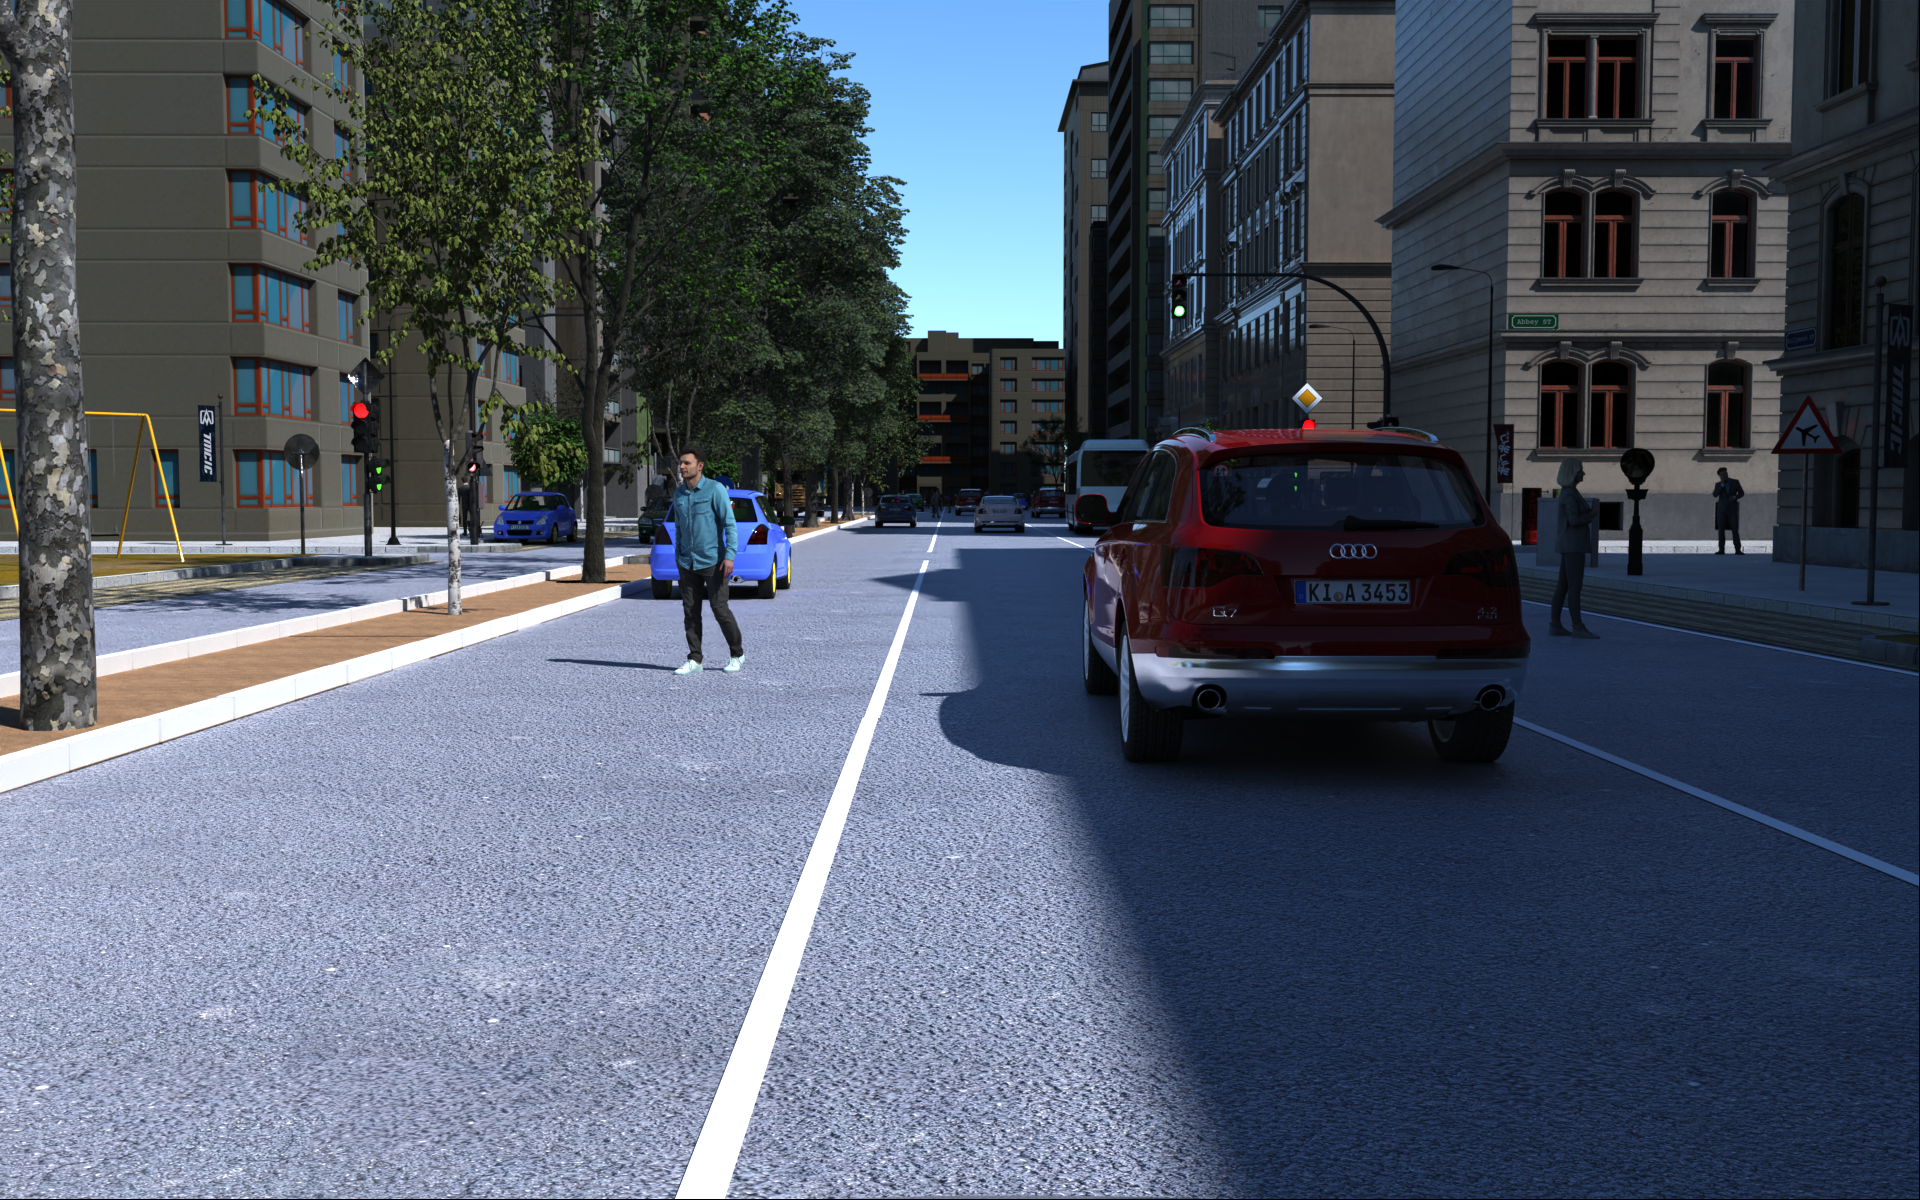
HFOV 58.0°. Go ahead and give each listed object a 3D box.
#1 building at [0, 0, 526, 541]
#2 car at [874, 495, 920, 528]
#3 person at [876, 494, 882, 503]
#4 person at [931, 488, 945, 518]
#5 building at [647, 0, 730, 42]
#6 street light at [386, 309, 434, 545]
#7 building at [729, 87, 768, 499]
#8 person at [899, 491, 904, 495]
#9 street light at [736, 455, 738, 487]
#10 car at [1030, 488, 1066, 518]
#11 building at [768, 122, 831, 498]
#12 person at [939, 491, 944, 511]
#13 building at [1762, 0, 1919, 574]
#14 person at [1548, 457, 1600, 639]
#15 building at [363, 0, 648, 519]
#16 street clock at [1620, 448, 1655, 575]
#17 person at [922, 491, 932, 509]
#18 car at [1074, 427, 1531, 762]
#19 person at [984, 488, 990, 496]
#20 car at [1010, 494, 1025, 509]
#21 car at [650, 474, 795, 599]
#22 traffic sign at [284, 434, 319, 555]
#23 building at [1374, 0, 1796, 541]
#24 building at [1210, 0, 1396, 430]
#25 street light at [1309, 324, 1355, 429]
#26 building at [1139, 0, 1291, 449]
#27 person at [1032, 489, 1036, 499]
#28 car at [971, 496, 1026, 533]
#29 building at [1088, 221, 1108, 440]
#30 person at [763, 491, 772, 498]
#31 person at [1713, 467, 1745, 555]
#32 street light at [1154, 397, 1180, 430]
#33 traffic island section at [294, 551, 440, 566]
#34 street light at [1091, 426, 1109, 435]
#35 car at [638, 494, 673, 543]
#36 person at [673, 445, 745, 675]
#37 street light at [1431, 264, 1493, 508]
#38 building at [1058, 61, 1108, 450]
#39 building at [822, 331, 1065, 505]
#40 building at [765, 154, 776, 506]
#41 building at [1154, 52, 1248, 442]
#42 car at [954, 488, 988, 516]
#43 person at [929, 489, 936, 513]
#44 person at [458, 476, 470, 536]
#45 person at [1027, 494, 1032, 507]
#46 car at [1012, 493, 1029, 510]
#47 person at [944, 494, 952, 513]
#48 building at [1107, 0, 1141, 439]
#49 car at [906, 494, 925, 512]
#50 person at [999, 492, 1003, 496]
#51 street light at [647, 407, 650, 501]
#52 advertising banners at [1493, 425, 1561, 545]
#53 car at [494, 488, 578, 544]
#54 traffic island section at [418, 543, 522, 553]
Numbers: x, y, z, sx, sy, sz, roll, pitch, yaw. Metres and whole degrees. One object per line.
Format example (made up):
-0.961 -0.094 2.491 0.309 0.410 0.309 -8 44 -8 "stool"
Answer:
-32.662 -13.189 60.681 27.650 21.520 28.899 0 4 0 "building"
-2.777 -3.877 75.388 2.014 1.417 4.499 0 4 0 "car"
-9.057 -11.199 194.795 0.628 1.438 0.799 1 4 10 "person"
-1.388 -5.793 103.483 0.850 1.792 0.678 3 5 40 "person"
-29.257 -29.231 132.546 22.147 44.769 28.867 0 4 0 "building"
-13.746 -4.340 43.500 1.470 5.913 1.316 0 4 0 "street light"
-24.962 -28.800 154.474 14.154 41.232 14.086 0 4 0 "building"
-5.561 -9.458 163.672 0.617 1.759 0.750 -1 4 -11 "person"
-14.206 -8.682 114.487 1.470 5.913 1.316 0 4 0 "street light"
5.411 -5.855 104.401 2.281 1.827 5.304 0 4 -2 "car"
-27.257 -36.178 215.212 21.600 48.544 21.300 0 4 0 "building"
-1.765 -8.551 148.862 0.990 1.755 0.434 -2 4 -26 "person"
20.638 -11.993 15.178 14.460 24.649 34.723 0 4 0 "building"
6.211 -0.534 17.411 0.526 1.800 0.537 2 4 29 "person"
-24.230 -24.830 89.567 14.154 41.232 14.086 0 4 0 "building"
10.677 -1.393 27.339 0.471 2.002 0.358 2 4 35 "street clock"
-3.195 -9.861 170.451 1.217 1.743 0.721 -1 4 -10 "person"
1.891 -0.130 10.791 2.281 1.827 5.304 0 4 0 "car"
2.055 -7.043 123.516 0.599 1.838 0.709 3 4 36 "person"
5.302 -9.183 161.943 2.131 1.459 4.920 0 4 -1 "car"
-3.382 -0.941 24.977 1.945 1.707 3.694 0 4 -1 "car"
-13.935 -2.236 36.666 0.768 2.556 0.104 0 4 3 "traffic sign"
25.977 -16.256 53.178 23.554 28.519 14.401 0 4 0 "building"
20.379 -17.655 85.928 12.463 27.353 25.104 0 4 0 "building"
10.203 -4.577 47.373 1.470 5.913 1.316 0 4 0 "street light"
20.133 -27.187 128.096 14.154 41.232 14.086 0 4 0 "building"
5.393 -6.960 122.820 0.750 1.759 0.617 1 4 17 "person"
1.473 -3.258 65.638 2.083 1.381 4.827 0 3 0 "car"
20.554 -25.269 184.844 14.160 30.474 14.107 0 4 0 "building"
-16.198 -8.382 143.802 1.217 1.735 0.721 -1 4 -23 "person"
16.268 -1.883 36.636 0.655 1.846 0.447 2 4 26 "person"
9.993 -6.776 83.324 1.470 5.913 1.316 0 4 0 "street light"
-12.234 -0.825 35.768 2.009 0.180 2.903 0 4 0 "traffic island section"
9.669 -8.952 118.911 1.470 5.913 1.316 0 4 0 "street light"
-8.381 -2.451 51.865 2.131 1.459 4.920 0 4 1 "car"
-2.010 -0.329 13.895 0.660 1.820 0.620 2 4 28 "person"
10.208 -3.829 35.153 1.470 5.913 1.316 0 4 0 "street light"
26.885 -38.516 218.969 27.495 52.752 28.713 0 4 0 "building"
-2.029 -22.919 219.758 28.899 21.520 27.650 0 4 0 "building"
-32.760 -32.155 180.363 28.867 44.769 22.147 0 4 0 "building"
20.140 -19.734 108.553 13.634 28.700 20.117 0 4 0 "building"
0.733 -6.613 116.788 2.281 1.827 5.304 0 4 1 "car"
-2.032 -7.520 131.463 0.705 1.822 1.348 -1 4 -17 "person"
-15.098 -2.879 53.077 0.622 1.834 0.822 -3 4 -36 "person"
7.530 -10.806 188.444 0.557 1.426 1.065 3 4 38 "person"
5.267 -8.947 155.875 1.945 1.707 3.694 0 4 0 "car"
-0.886 -7.336 131.682 0.697 1.427 0.421 -3 4 -38 "person"
24.013 -31.927 145.705 21.300 48.544 21.600 0 4 0 "building"
-3.841 -8.154 142.115 1.959 1.807 4.718 0 4 -1 "car"
4.553 -10.978 188.935 0.756 1.711 0.436 -2 4 -35 "person"
-13.784 -6.543 79.527 1.470 5.913 1.316 0 4 0 "street light"
14.314 -2.878 43.242 2.074 3.025 0.090 0 4 -1 "advertising banners"
-12.262 -2.477 50.088 1.945 1.707 3.694 0 4 1 "car"
-12.281 -1.313 43.753 2.009 0.180 2.903 0 4 0 "traffic island section"
